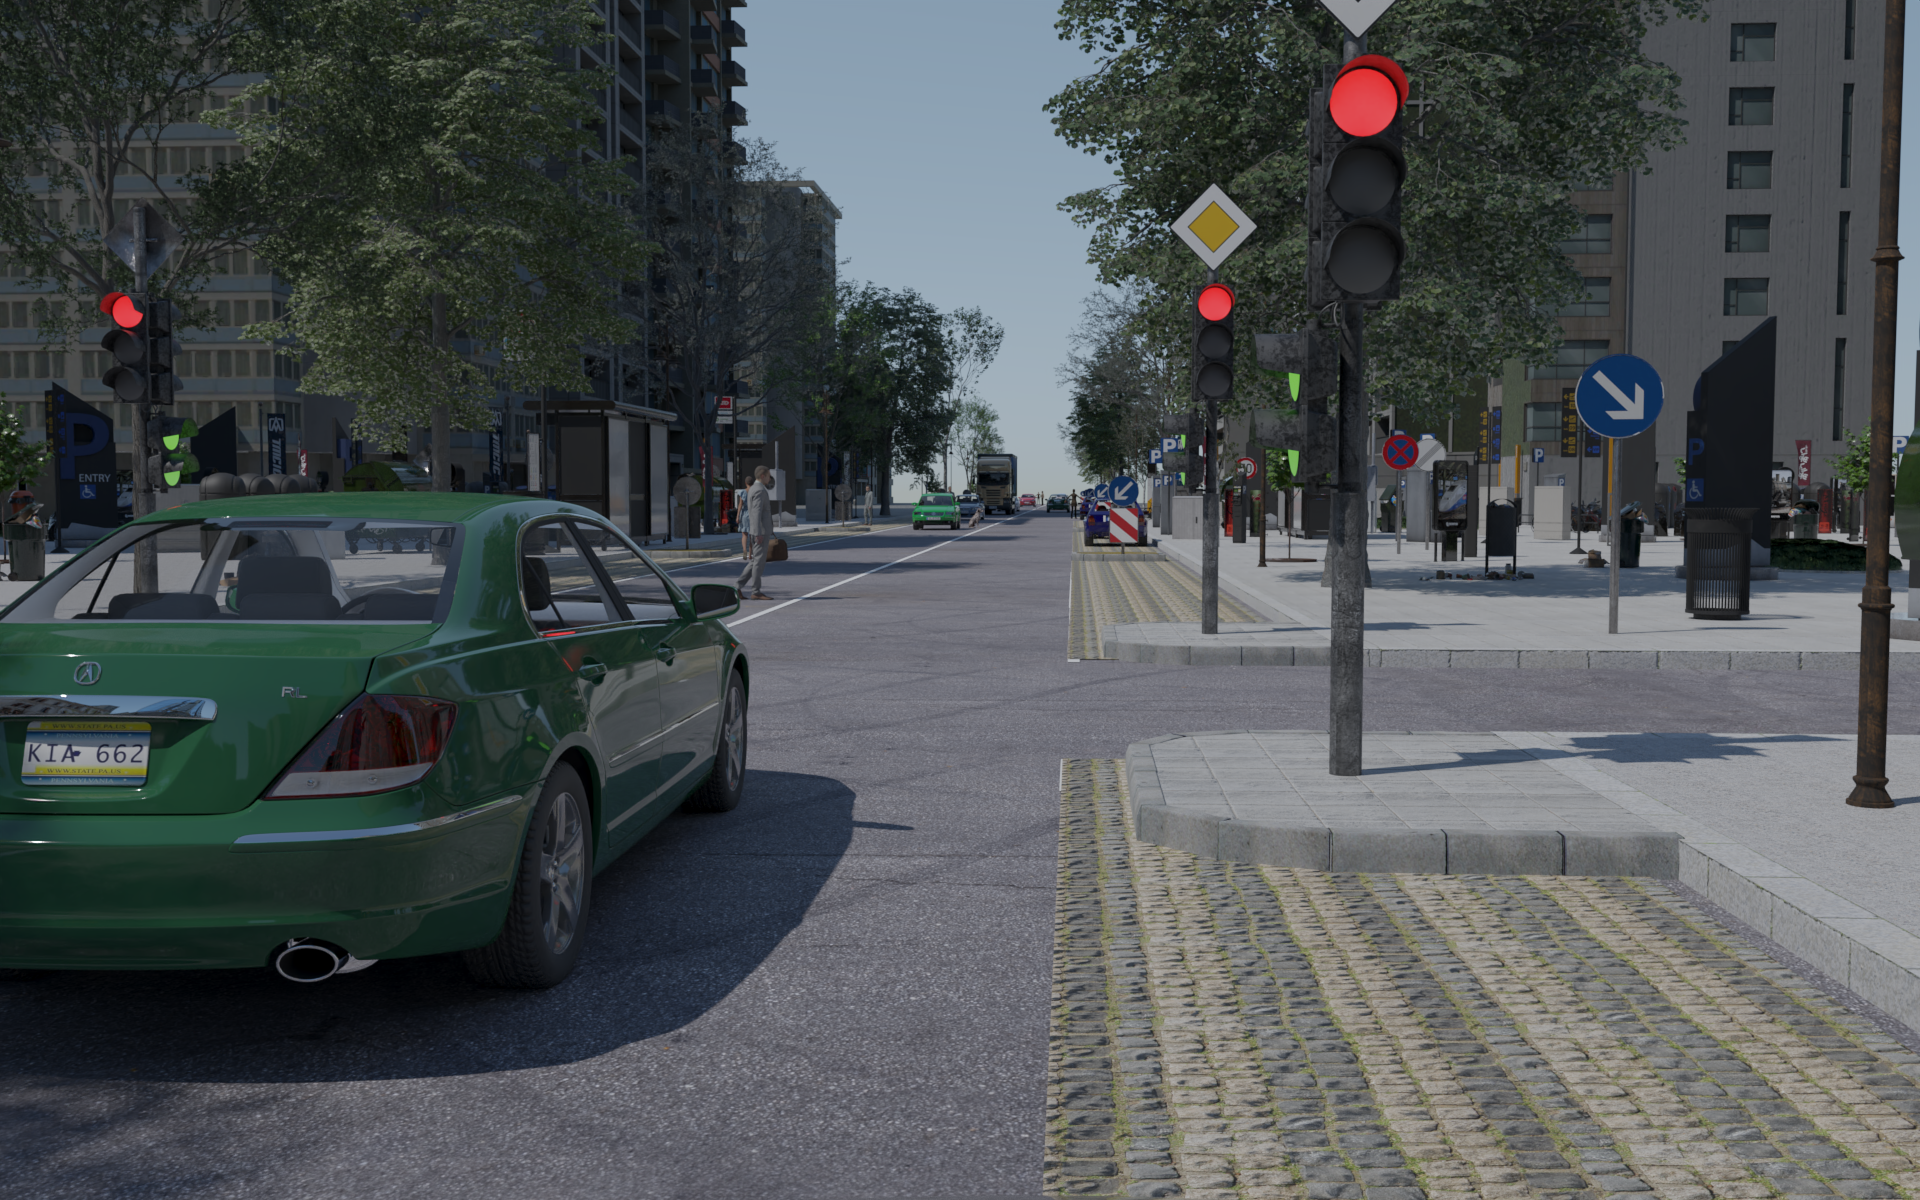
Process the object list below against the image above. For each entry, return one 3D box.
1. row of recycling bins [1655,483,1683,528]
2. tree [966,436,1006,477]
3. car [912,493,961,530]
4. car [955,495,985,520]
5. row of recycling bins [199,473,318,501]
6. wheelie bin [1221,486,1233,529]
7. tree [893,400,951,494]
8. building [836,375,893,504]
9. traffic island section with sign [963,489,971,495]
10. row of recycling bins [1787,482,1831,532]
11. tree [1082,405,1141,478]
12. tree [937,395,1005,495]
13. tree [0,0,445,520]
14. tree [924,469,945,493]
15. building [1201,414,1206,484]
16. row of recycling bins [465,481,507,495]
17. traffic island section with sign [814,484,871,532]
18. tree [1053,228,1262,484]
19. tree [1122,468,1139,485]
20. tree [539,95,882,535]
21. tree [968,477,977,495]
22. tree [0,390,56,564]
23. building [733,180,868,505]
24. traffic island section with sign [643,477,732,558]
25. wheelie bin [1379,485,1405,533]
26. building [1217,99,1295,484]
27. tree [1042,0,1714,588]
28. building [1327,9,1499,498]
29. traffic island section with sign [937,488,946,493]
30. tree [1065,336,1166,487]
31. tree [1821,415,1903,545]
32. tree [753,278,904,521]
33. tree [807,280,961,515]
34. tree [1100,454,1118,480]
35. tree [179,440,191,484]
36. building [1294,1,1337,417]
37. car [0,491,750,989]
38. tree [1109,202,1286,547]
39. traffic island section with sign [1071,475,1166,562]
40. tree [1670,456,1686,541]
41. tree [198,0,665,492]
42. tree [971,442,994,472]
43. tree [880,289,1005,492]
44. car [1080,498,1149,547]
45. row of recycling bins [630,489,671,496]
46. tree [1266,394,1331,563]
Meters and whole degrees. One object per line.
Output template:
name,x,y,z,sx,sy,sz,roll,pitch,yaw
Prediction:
row of recycling bins,26.557,-3.570,65.484,1.069,1.692,3.534,2,4,33
tree,4.269,-19.254,249.217,7.601,10.594,8.767,1,4,10
car,-0.934,-3.762,70.297,1.959,1.807,4.718,0,4,3
car,0.395,-5.142,96.075,2.014,1.417,4.499,0,4,5
row of recycling bins,-14.086,-1.709,35.062,1.069,1.692,3.534,1,4,9
wheelie bin,10.078,-3.430,63.981,0.980,1.594,0.693,3,5,44
tree,-2.672,-10.821,127.281,4.360,8.622,3.978,0,3,0
building,-24.149,-23.567,230.362,27.650,21.520,28.899,0,4,4
traffic island section with sign,0.597,-8.204,142.761,1.989,1.847,2.006,0,4,4
row of recycling bins,27.898,-3.194,59.340,3.534,1.692,1.069,1,4,20
tree,16.583,-15.730,182.937,9.928,11.665,9.643,0,3,0
tree,0.966,-15.669,181.942,9.928,11.665,9.643,0,3,0
tree,-10.436,-5.378,22.342,8.767,10.594,7.601,1,4,8
tree,-2.151,-8.444,132.660,1.663,3.219,1.824,0,3,0
building,44.220,-35.368,232.888,22.147,44.769,28.867,0,4,4
row of recycling bins,-15.492,-2.928,54.982,3.534,1.692,1.069,3,4,38
traffic island section with sign,-4.467,-3.529,66.324,1.989,1.847,2.006,0,4,4
tree,9.411,-10.285,78.536,12.009,13.543,11.850,0,3,0
tree,11.559,-7.483,116.952,1.663,3.219,1.824,0,3,0
tree,-7.952,-8.794,54.157,12.009,13.543,11.850,0,3,0
tree,1.396,-11.838,188.145,1.663,3.219,1.824,0,3,0
tree,-17.682,-2.302,32.243,1.663,3.219,1.824,0,3,0
building,-27.537,-31.265,203.068,32.217,40.220,23.993,0,4,4
traffic island section with sign,-6.257,-1.878,39.339,1.989,1.847,2.006,0,4,4
wheelie bin,14.461,-3.062,57.974,0.693,1.594,0.980,-1,4,-17
building,41.557,-35.656,206.669,21.300,48.544,21.600,0,4,4
tree,5.307,-7.154,23.622,9.857,13.997,8.962,0,3,0
building,35.178,-41.098,110.196,20.563,71.187,20.611,0,4,4
traffic island section with sign,-1.200,-6.556,115.819,1.989,1.847,2.006,0,4,4
tree,11.092,-12.523,122.885,7.486,12.596,7.792,0,3,0
tree,22.284,-2.928,42.482,1.663,3.219,1.824,0,3,0
tree,-6.464,-9.635,83.280,9.928,11.665,9.643,0,3,0
tree,-4.463,-12.123,104.868,9.857,13.997,8.962,0,3,0
tree,16.931,-14.909,194.119,4.737,8.622,4.395,0,3,0
tree,-25.477,-3.799,56.707,1.663,3.219,1.824,0,3,0
building,36.975,-36.298,135.479,21.231,58.520,28.212,0,4,4
car,-1.985,0.325,6.483,2.131,1.459,4.920,0,4,3
tree,5.990,-5.570,41.430,4.360,8.622,3.978,0,3,0
traffic island section with sign,3.407,-1.764,37.464,1.989,1.847,2.006,0,4,4
tree,20.412,-3.260,47.901,1.663,3.219,1.824,0,3,0
tree,-9.164,-6.879,30.598,7.486,12.596,7.792,0,3,0
tree,3.460,-17.087,229.736,4.737,8.622,4.395,0,3,0
tree,-2.530,-18.640,160.658,12.611,20.169,13.585,0,3,0
car,4.316,-2.184,48.293,1.945,1.354,3.894,0,4,4
row of recycling bins,-11.074,-3.292,60.938,1.069,1.692,3.534,1,4,9
tree,6.180,-2.331,32.714,1.663,3.219,1.824,0,3,0
